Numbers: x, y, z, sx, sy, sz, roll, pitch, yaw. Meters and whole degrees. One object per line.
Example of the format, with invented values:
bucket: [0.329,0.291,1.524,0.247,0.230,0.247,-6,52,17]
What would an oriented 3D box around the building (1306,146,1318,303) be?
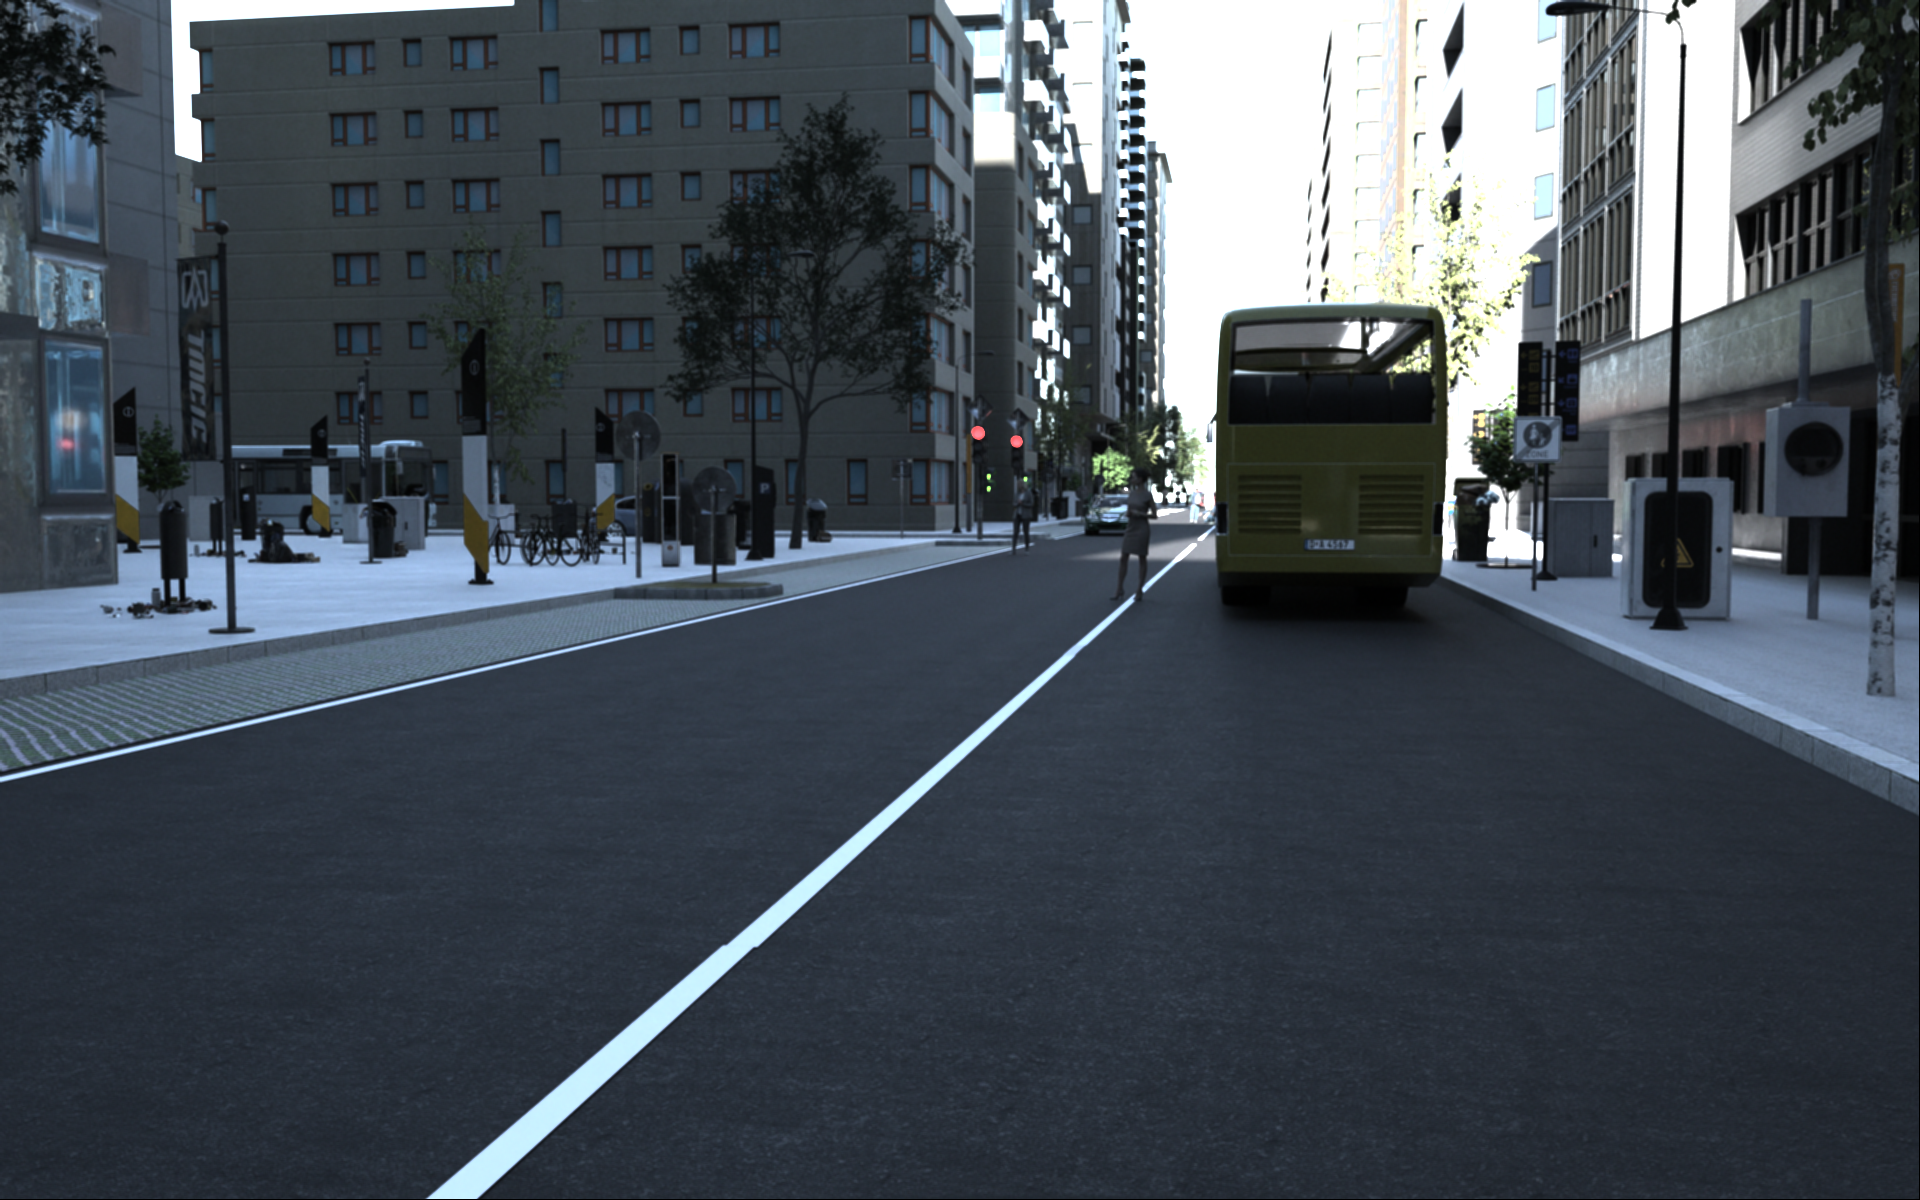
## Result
building: [56.633,-36.962,228.034,21.300,48.544,21.600,1,4,10]

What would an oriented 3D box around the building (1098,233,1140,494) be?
building: [12.276,-25.645,191.003,14.160,30.474,14.107,1,4,10]

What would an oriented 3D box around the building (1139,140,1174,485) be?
building: [17.358,-41.213,263.064,28.713,52.752,27.495,1,4,10]

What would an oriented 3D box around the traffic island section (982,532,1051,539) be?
traffic island section: [1.862,-2.092,56.491,2.009,0.180,2.903,1,4,10]

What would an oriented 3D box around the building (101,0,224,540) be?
building: [-33.831,-36.909,41.715,20.611,71.187,20.563,1,4,10]

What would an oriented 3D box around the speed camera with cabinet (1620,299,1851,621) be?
speed camera with cabinet: [7.885,-1.426,17.657,2.038,3.252,0.660,1,4,12]

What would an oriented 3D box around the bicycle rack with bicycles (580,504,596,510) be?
bicycle rack with bicycles: [-11.993,-2.851,59.999,2.852,0.926,2.925,0,4,-4]

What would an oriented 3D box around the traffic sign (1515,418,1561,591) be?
traffic sign: [7.617,-1.271,22.916,0.606,2.300,0.079,1,4,10]

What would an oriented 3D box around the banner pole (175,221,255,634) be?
banner pole: [-6.967,-1.595,16.090,0.863,3.779,0.401,2,4,29]

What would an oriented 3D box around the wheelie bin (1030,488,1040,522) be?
wheelie bin: [3.339,-4.391,79.695,0.693,1.594,0.980,0,4,3]

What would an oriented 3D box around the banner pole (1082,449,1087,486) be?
banner pole: [6.939,-6.525,96.698,0.401,3.779,0.863,-1,4,-17]

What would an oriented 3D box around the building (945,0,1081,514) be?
building: [-4.822,-30.091,111.599,23.786,49.044,30.456,1,4,10]

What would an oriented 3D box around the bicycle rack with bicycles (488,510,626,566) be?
bicycle rack with bicycles: [-7.393,-1.123,31.746,2.852,0.926,2.925,-2,4,-32]

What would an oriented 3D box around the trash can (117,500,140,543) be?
trash can: [-21.754,-2.049,45.149,0.748,1.137,0.748,0,3,0]

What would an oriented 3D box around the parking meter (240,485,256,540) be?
parking meter: [-19.830,-2.436,48.242,0.372,1.533,0.369,0,3,0]

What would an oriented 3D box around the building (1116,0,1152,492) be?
building: [15.107,-56.227,231.982,22.319,86.520,31.000,1,4,10]

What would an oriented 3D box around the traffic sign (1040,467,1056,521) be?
traffic sign: [4.162,-5.034,82.415,0.768,2.556,0.104,1,4,17]

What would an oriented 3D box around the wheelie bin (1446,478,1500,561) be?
wheelie bin: [9.811,-1.541,33.105,0.980,1.594,0.693,0,4,8]

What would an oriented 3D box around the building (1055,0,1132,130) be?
building: [1.645,-35.572,170.839,28.713,52.752,27.495,1,4,10]

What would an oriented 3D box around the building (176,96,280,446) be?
building: [-54.830,-14.697,85.338,28.899,21.520,27.650,1,4,10]

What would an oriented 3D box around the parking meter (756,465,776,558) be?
parking meter: [-3.895,-1.779,34.798,0.399,1.863,0.255,0,4,-1]

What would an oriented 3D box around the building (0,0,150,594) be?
building: [-23.522,-24.000,12.013,23.786,49.044,30.456,1,4,10]

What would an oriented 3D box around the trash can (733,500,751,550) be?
trash can: [-4.916,-1.738,40.064,0.748,1.137,0.748,0,3,0]

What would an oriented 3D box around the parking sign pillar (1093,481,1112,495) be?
parking sign pillar: [10.430,-8.455,126.710,1.447,3.967,1.447,1,4,20]

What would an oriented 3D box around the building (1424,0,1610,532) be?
building: [32.238,-31.793,61.812,28.212,58.520,21.231,1,4,10]

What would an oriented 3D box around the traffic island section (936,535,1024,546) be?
traffic island section: [0.537,-1.611,48.616,2.009,0.180,2.903,1,4,10]

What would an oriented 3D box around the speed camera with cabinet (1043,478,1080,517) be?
speed camera with cabinet: [5.627,-6.201,95.729,2.038,3.252,0.660,0,4,6]

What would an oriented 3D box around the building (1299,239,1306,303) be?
building: [61.184,-36.295,277.013,14.154,41.232,14.086,1,4,10]

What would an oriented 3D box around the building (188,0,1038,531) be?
building: [-12.096,-14.097,75.525,27.650,21.520,28.899,1,4,10]

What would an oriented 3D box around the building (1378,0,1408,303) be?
building: [33.133,-27.847,105.417,14.600,45.320,14.200,1,4,10]

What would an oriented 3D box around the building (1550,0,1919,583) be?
building: [18.917,-12.684,26.454,14.314,24.678,30.058,1,4,10]

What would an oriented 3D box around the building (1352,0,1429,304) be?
building: [39.017,-27.991,141.246,14.154,41.232,14.086,1,4,10]

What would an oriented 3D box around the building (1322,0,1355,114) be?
building: [44.297,-32.729,158.819,21.300,48.544,21.600,1,4,10]

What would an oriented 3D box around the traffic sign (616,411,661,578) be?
traffic sign: [-4.921,-1.611,26.445,0.768,2.556,0.104,1,4,19]

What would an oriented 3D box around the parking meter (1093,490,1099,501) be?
parking meter: [8.938,-6.457,113.981,0.372,1.533,0.369,0,3,0]

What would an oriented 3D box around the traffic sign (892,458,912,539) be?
traffic sign: [-1.668,-2.913,49.754,0.606,2.300,0.079,1,4,14]

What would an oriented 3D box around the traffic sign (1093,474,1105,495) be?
traffic sign: [8.796,-6.690,109.488,0.768,2.556,0.104,1,4,18]

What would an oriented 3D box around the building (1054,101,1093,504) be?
building: [-4.224,-27.742,145.460,32.217,40.220,23.993,1,4,10]

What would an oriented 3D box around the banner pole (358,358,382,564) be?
banner pole: [-11.054,-2.580,32.199,0.401,3.779,0.863,-2,4,-34]

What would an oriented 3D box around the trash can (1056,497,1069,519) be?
trash can: [5.300,-4.775,89.723,0.748,1.137,0.748,0,3,0]
